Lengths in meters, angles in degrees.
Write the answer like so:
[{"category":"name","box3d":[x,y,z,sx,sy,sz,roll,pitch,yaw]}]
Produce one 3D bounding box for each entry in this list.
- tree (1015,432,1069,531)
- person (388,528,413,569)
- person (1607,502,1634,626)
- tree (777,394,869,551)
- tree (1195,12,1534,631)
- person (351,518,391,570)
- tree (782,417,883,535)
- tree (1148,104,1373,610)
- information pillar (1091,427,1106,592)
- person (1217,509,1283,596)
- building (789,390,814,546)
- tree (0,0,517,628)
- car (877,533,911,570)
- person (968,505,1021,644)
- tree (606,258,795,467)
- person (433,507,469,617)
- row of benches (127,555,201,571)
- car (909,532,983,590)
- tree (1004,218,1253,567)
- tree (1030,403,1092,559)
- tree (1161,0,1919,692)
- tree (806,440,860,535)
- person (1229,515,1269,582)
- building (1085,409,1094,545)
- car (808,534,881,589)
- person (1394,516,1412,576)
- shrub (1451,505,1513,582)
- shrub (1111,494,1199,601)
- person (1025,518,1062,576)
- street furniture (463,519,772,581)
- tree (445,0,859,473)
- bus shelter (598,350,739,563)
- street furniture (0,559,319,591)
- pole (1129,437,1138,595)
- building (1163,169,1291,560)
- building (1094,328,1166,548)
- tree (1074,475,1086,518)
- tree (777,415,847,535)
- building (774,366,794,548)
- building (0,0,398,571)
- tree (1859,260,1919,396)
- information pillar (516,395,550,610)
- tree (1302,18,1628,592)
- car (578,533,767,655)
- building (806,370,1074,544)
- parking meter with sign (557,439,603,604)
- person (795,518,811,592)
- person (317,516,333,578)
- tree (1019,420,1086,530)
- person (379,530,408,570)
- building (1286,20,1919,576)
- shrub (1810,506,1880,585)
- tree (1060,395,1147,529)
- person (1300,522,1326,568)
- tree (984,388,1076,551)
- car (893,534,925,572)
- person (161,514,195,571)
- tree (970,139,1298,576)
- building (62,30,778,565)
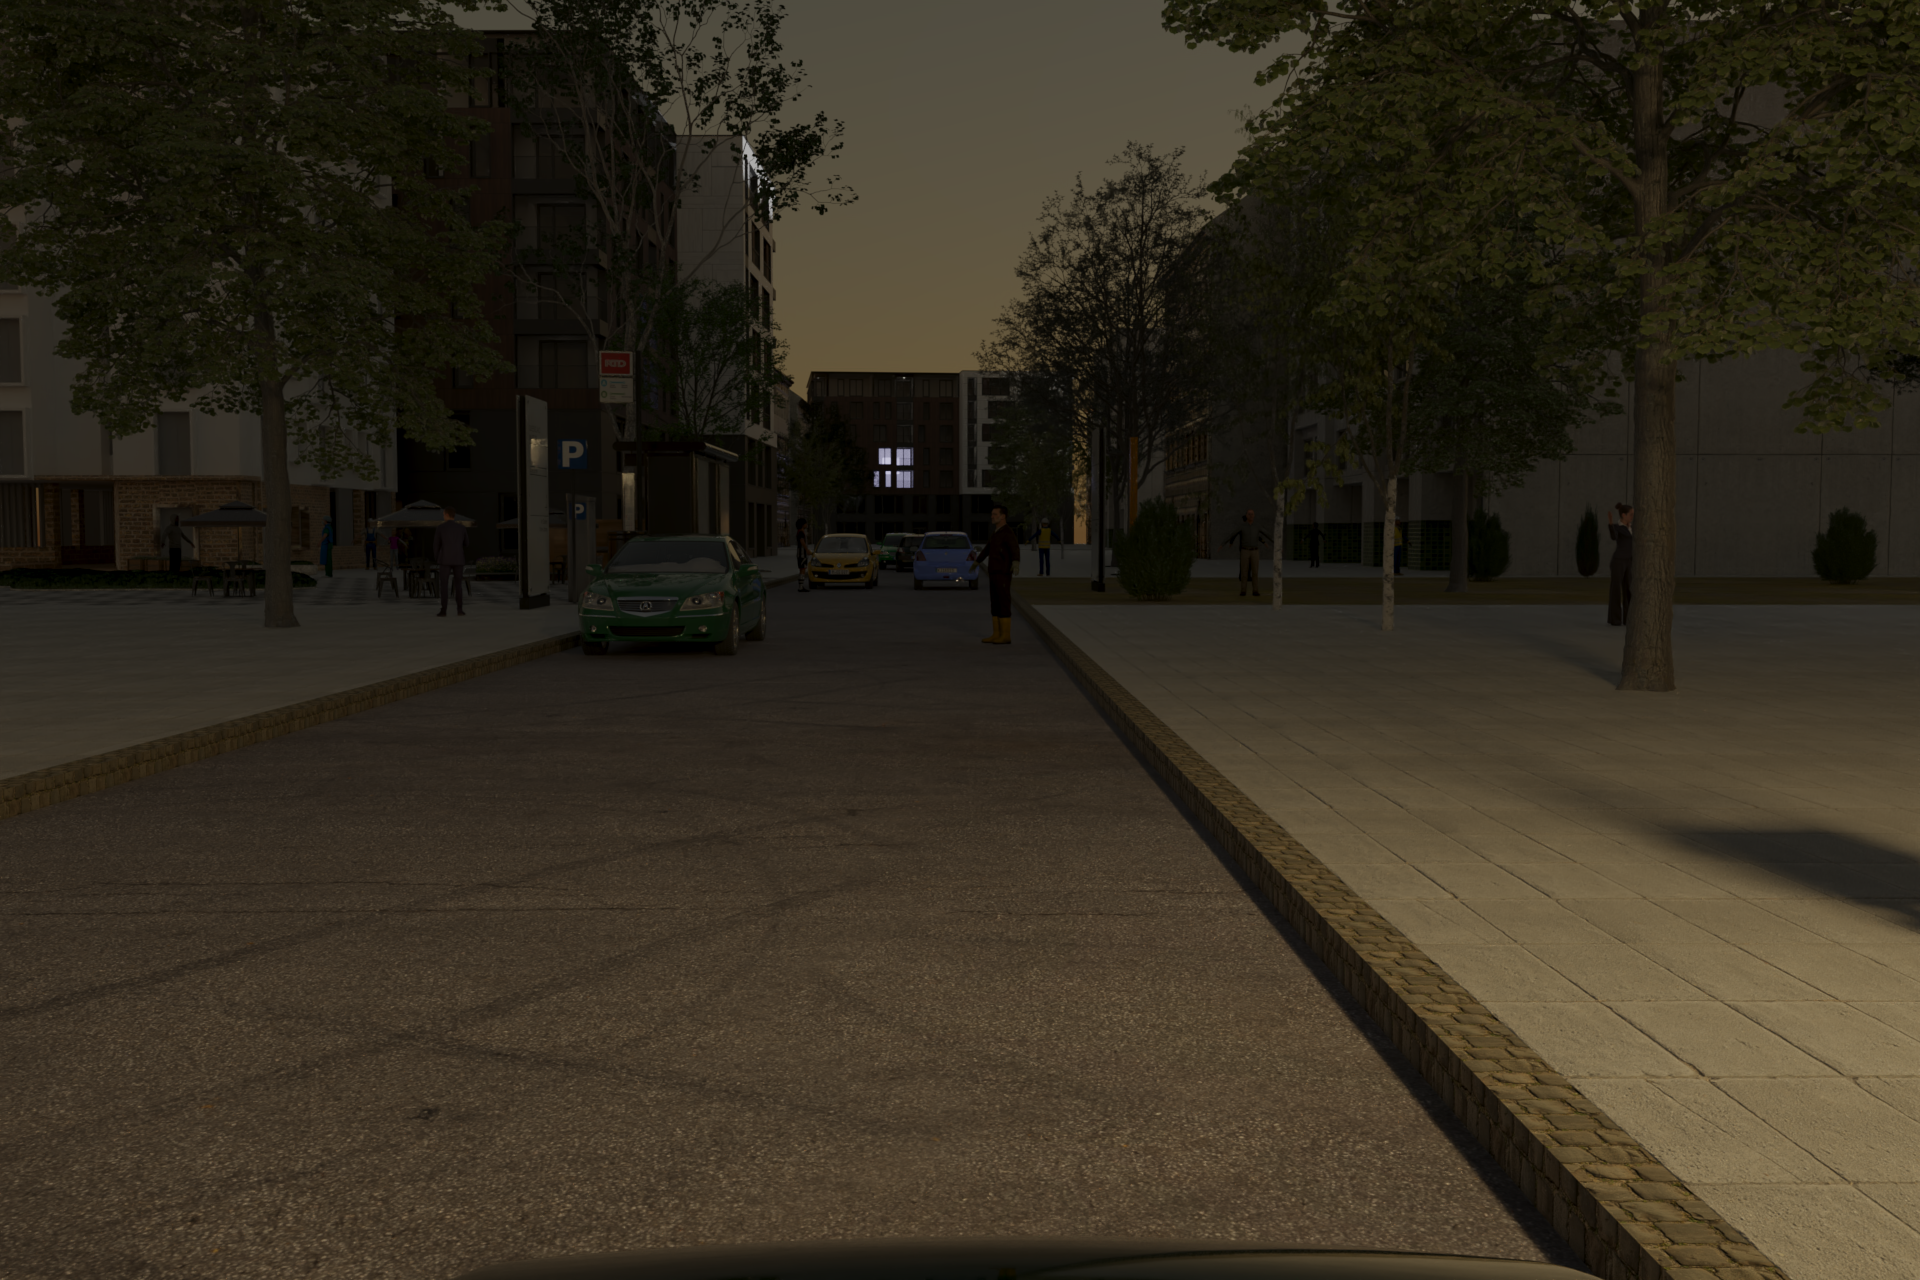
[{"category":"tree","box3d":[5.531,-10.325,119.173,4.737,8.622,4.395,0,3,0]},{"category":"person","box3d":[-20.663,-3.570,64.139,1.354,1.858,0.705,2,4,34]},{"category":"person","box3d":[9.227,-1.053,24.066,0.445,1.727,0.742,2,4,30]},{"category":"tree","box3d":[-9.796,-11.099,115.874,8.767,10.594,7.601,1,4,12]},{"category":"tree","box3d":[5.584,-4.446,23.049,4.737,8.622,4.395,0,3,0]},{"category":"person","box3d":[-21.114,-3.438,62.072,1.347,1.847,0.705,-1,4,-18]},{"category":"tree","box3d":[-10.281,-12.403,137.200,8.767,10.594,7.601,-1,4,-10]},{"category":"tree","box3d":[5.388,-4.801,28.851,4.360,8.622,3.978,0,3,0]},{"category":"information pillar","box3d":[3.112,-2.913,38.947,0.184,3.620,1.656,0,4,-1]},{"category":"person","box3d":[6.017,-1.814,35.930,1.348,1.796,0.705,0,4,6]},{"category":"building","box3d":[-27.301,-22.656,201.361,19.493,23.208,18.063,0,4,0]},{"category":"tree","box3d":[-9.737,-6.434,23.326,7.486,12.596,7.792,0,3,0]},{"category":"car","box3d":[-2.421,-3.813,71.139,1.959,1.807,4.718,0,4,-1]},{"category":"person","box3d":[0.498,-0.858,22.621,0.704,1.812,1.346,-2,4,-25]},{"category":"tree","box3d":[-9.933,-8.587,66.160,9.928,11.665,9.643,0,3,0]},{"category":"person","box3d":[-7.951,-1.231,27.084,0.541,1.710,0.530,-1,4,-20]},{"category":"row of benches","box3d":[-23.176,-2.132,50.315,1.422,0.672,4.104,-3,5,-45]},{"category":"car","box3d":[-0.368,-2.200,45.562,1.945,1.707,3.694,0,4,-1]},{"category":"tree","box3d":[6.153,-9.571,66.853,12.009,13.543,11.850,0,3,0]},{"category":"tree","box3d":[5.128,-8.430,88.192,4.360,8.622,3.978,0,3,0]},{"category":"tree","box3d":[5.575,-5.886,14.361,7.486,12.596,7.792,0,3,0]},{"category":"tree","box3d":[-10.192,-10.936,129.163,4.360,8.622,3.978,0,3,0]},{"category":"person","box3d":[7.761,-2.503,46.866,0.705,1.837,1.347,-3,5,-40]},{"category":"building","box3d":[24.818,-22.757,203.009,19.493,23.208,18.063,0,4,0]},{"category":"car","box3d":[-3.102,-2.210,46.358,2.015,1.641,3.980,0,4,0]},{"category":"person","box3d":[13.494,-2.905,53.459,1.349,1.833,0.705,-3,5,-44]},{"category":"shrub","box3d":[14.118,-2.620,46.874,1.661,2.075,1.752,0,3,0]},{"category":"shrub","box3d":[3.746,-1.786,33.245,1.661,2.075,1.752,0,3,0]},{"category":"person","box3d":[2.553,-2.838,52.860,1.216,1.772,0.721,-1,4,-20]},{"category":"street furniture","box3d":[-11.670,-2.742,51.688,11.010,1.723,9.812,-1,4,-15]},{"category":"tree","box3d":[-9.526,-12.076,53.332,12.611,20.169,13.585,0,3,0]},{"category":"bus shelter","box3d":[-6.808,-3.848,40.554,2.179,5.291,8.768,0,4,0]},{"category":"street furniture","box3d":[-20.300,-1.558,41.097,10.072,0.657,5.734,0,4,-7]},{"category":"pole","box3d":[3.657,-2.612,36.546,0.158,3.312,0.155,0,3,0]},{"category":"building","box3d":[21.568,-16.131,94.675,19.493,23.208,18.063,0,4,0]},{"category":"building","box3d":[21.776,-17.784,157.231,16.747,18.905,31.486,0,4,0]},{"category":"tree","box3d":[17.915,-17.774,225.023,7.601,10.594,8.767,0,4,5]},{"category":"tree","box3d":[-9.282,-9.551,106.516,4.737,8.622,4.395,0,3,0]},{"category":"building","box3d":[-26.304,-20.344,163.554,19.493,23.208,18.063,0,4,1]},{"category":"building","box3d":[-27.152,-12.162,55.267,16.016,20.090,11.380,0,4,-1]},{"category":"tree","box3d":[22.276,-6.172,35.327,7.601,10.594,8.767,-1,4,-10]},{"category":"information pillar","box3d":[-7.412,-2.373,30.106,0.184,3.620,1.656,0,4,-1]},{"category":"tree","box3d":[11.173,-7.352,38.336,7.486,12.596,7.792,0,3,0]},{"category":"car","box3d":[-3.544,-0.621,21.950,2.131,1.459,4.920,0,4,0]},{"category":"building","box3d":[-3.470,-23.335,227.965,32.646,21.610,27.936,0,4,-7]},{"category":"parking meter with sign","box3d":[-7.127,-2.231,32.734,0.543,3.016,1.738,0,4,-1]},{"category":"person","box3d":[-3.873,-2.093,42.820,0.704,1.843,1.345,-1,4,-11]},{"category":"person","box3d":[-18.520,-2.721,50.617,0.704,1.817,1.347,0,4,-8]},{"category":"tree","box3d":[5.257,-9.697,108.911,4.360,8.622,3.978,0,3,0]},{"category":"person","box3d":[-19.994,-3.174,61.156,0.991,1.433,0.599,-1,4,-10]},{"category":"building","box3d":[24.415,-12.352,68.413,16.747,18.905,31.486,0,4,0]},{"category":"shrub","box3d":[22.581,-2.434,44.216,1.690,2.028,1.600,0,3,0]},{"category":"tree","box3d":[6.211,-7.735,76.825,4.737,8.622,4.395,0,3,0]},{"category":"person","box3d":[13.456,-3.621,65.926,1.216,1.740,0.721,-2,4,-29]},{"category":"tree","box3d":[5.337,-12.953,129.912,7.486,12.596,7.792,0,3,0]},{"category":"car","box3d":[-1.578,-3.462,66.390,2.009,1.686,4.222,0,4,-1]},{"category":"person","box3d":[-20.661,-2.417,45.645,0.705,1.813,1.348,1,4,11]},{"category":"tree","box3d":[5.377,-8.741,53.285,12.009,13.543,11.850,0,3,0]},{"category":"building","box3d":[-25.018,-14.863,86.986,27.936,21.610,32.646,0,4,1]}]
